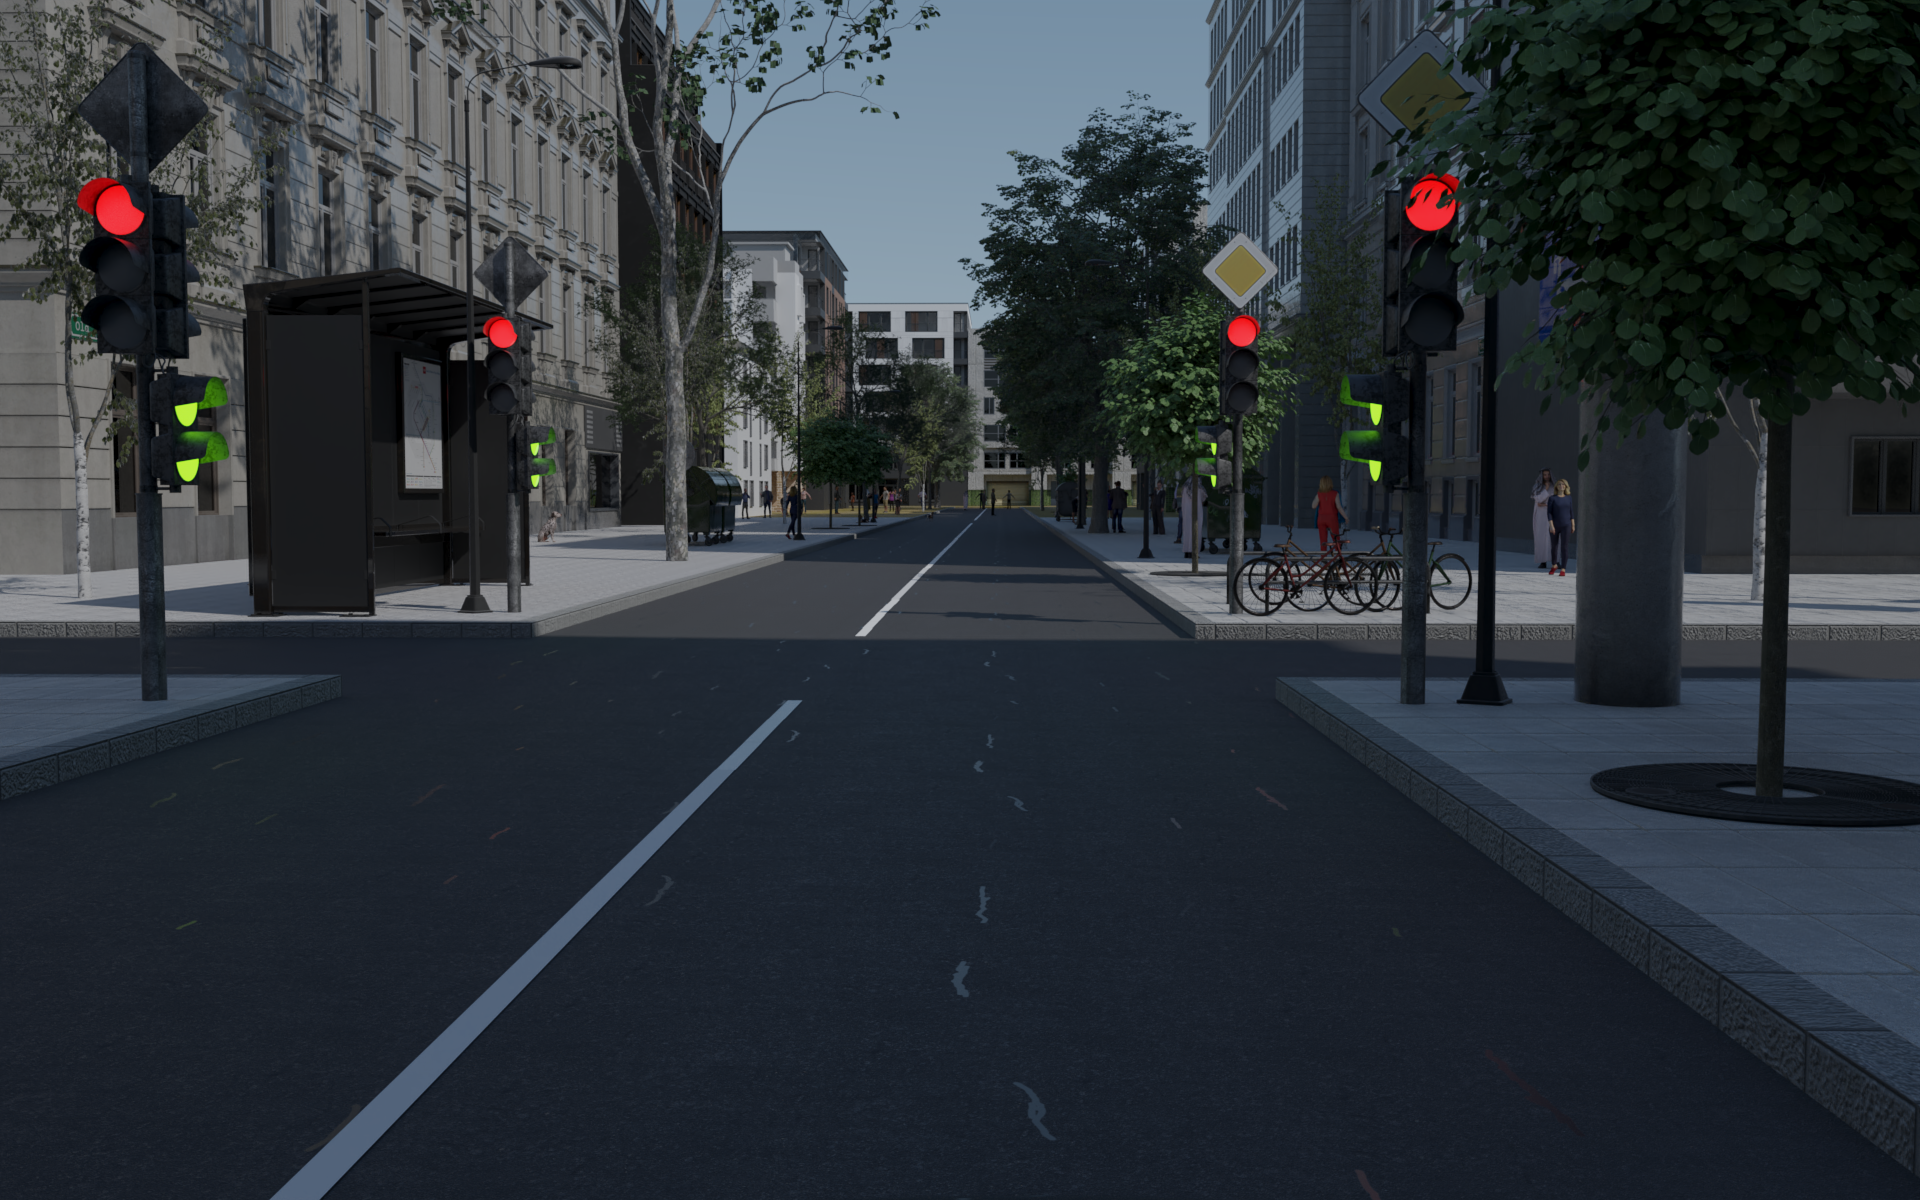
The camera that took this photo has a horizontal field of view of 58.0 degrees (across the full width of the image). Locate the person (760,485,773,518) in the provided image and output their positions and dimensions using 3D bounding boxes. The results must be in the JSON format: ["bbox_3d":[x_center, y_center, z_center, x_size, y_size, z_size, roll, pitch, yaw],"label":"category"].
[{"bbox_3d":[-10.288,-5.226,92.026,0.617,1.759,0.750,1,4,8],"label":"person"}]

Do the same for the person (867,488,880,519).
[{"bbox_3d":[-4.499,-5.065,90.727,0.647,1.594,0.662,-2,4,-28],"label":"person"}]

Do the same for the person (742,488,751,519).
[{"bbox_3d":[-10.978,-4.932,88.746,0.516,1.574,0.319,-3,5,-39],"label":"person"}]

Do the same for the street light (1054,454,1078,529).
[{"bbox_3d":[3.897,-5.582,63.800,1.470,5.913,1.316,0,4,1],"label":"street light"}]

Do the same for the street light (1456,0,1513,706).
[{"bbox_3d":[2.686,-2.321,10.495,1.470,5.913,1.316,0,4,1],"label":"street light"}]

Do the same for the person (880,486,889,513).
[{"bbox_3d":[-5.158,-6.929,119.339,0.705,1.824,1.348,-2,4,-30],"label":"person"}]

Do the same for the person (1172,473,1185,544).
[{"bbox_3d":[5.848,-2.381,44.845,0.709,1.838,0.599,0,4,4],"label":"person"}]

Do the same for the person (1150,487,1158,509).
[{"bbox_3d":[7.530,-3.562,66.544,0.482,1.546,0.388,0,4,7],"label":"person"}]

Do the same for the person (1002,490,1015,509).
[{"bbox_3d":[4.635,-9.522,164.198,1.348,1.823,0.705,-1,4,-23],"label":"person"}]

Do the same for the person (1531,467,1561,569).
[{"bbox_3d":[10.080,-1.409,29.754,0.551,1.740,0.621,0,4,-2],"label":"person"}]

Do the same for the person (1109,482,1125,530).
[{"bbox_3d":[5.587,-3.361,61.793,0.445,1.727,0.742,2,4,26],"label":"person"}]

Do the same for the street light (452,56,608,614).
[{"bbox_3d":[-4.704,-2.814,18.545,1.470,5.913,1.316,0,4,1],"label":"street light"}]

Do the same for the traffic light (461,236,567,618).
[{"bbox_3d":[-4.813,-1.799,18.657,0.839,4.213,0.868,0,4,1],"label":"traffic light"}]

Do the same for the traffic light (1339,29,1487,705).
[{"bbox_3d":[2.757,-1.300,10.508,0.839,4.213,0.868,0,4,1],"label":"traffic light"}]

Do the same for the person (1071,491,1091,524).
[{"bbox_3d":[5.221,-4.030,75.125,0.799,1.438,0.628,-2,4,-35],"label":"person"}]

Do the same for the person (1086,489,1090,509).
[{"bbox_3d":[11.241,-8.984,153.646,0.721,1.735,1.217,-2,4,-24],"label":"person"}]

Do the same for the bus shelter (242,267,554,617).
[{"bbox_3d":[-6.581,-1.824,21.107,1.731,3.624,6.357,0,4,1],"label":"bus shelter"}]

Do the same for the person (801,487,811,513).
[{"bbox_3d":[-10.426,-6.628,115.114,1.217,1.736,0.721,1,4,21],"label":"person"}]

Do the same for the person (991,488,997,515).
[{"bbox_3d":[2.248,-6.563,115.948,0.705,1.807,1.348,-1,4,-10],"label":"person"}]

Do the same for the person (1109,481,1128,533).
[{"bbox_3d":[5.263,-3.081,57.234,0.655,1.722,0.431,3,5,41],"label":"person"}]

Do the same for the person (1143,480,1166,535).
[{"bbox_3d":[6.146,-2.933,54.797,0.742,1.727,0.445,0,4,6],"label":"person"}]

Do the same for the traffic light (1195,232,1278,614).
[{"bbox_3d":[2.946,-1.789,18.491,0.839,4.213,0.868,0,4,1],"label":"traffic light"}]

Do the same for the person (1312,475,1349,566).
[{"bbox_3d":[6.637,-1.426,31.065,0.444,1.614,0.593,-3,4,-39],"label":"person"}]

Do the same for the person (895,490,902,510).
[{"bbox_3d":[-4.820,-7.821,134.714,0.445,1.727,0.742,1,4,13],"label":"person"}]

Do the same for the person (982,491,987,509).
[{"bbox_3d":[2.310,-9.406,162.837,0.434,1.755,0.990,-1,4,-13],"label":"person"}]

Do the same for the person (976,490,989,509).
[{"bbox_3d":[2.128,-9.834,169.309,1.348,1.821,0.705,1,4,21],"label":"person"}]

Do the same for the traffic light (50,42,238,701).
[{"bbox_3d":[-5.002,-1.311,10.675,0.839,4.213,0.868,0,4,1],"label":"traffic light"}]

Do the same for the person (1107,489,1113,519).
[{"bbox_3d":[7.790,-4.949,89.329,0.453,1.535,0.546,2,4,27],"label":"person"}]

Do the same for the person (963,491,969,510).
[{"bbox_3d":[0.530,-8.774,152.623,0.551,1.740,0.621,1,4,17],"label":"person"}]

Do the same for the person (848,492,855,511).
[{"bbox_3d":[-8.146,-7.440,130.951,0.557,1.426,1.065,-2,4,-31],"label":"person"}]

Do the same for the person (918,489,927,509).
[{"bbox_3d":[-3.136,-8.467,145.411,0.756,1.711,0.436,1,4,12],"label":"person"}]

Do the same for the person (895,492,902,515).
[{"bbox_3d":[-3.839,-6.007,107.448,0.628,1.438,0.799,-3,5,-40],"label":"person"}]

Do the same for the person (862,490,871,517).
[{"bbox_3d":[-5.186,-5.567,97.789,0.721,1.736,1.217,-2,4,-33],"label":"person"}]

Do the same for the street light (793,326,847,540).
[{"bbox_3d":[-3.923,-4.611,47.937,1.470,5.913,1.316,0,4,1],"label":"street light"}]

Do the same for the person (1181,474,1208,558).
[{"bbox_3d":[4.668,-1.703,34.551,0.551,1.740,0.621,1,4,16],"label":"person"}]

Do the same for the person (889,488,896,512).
[{"bbox_3d":[-5.047,-7.370,127.231,1.217,1.739,0.721,-1,4,-21],"label":"person"}]

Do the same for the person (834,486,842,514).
[{"bbox_3d":[-7.902,-6.448,111.487,0.705,1.821,1.348,1,4,14],"label":"person"}]

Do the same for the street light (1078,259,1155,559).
[{"bbox_3d":[3.175,-3.786,34.438,1.470,5.913,1.316,0,4,1],"label":"street light"}]

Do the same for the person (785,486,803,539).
[{"bbox_3d":[-4.749,-2.489,49.272,0.480,1.512,0.613,1,4,11],"label":"person"}]

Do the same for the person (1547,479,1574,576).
[{"bbox_3d":[9.397,-1.139,27.204,0.480,1.512,0.613,-1,4,-11],"label":"person"}]

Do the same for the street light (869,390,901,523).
[{"bbox_3d":[-3.348,-6.423,77.553,1.470,5.913,1.316,0,4,1],"label":"street light"}]

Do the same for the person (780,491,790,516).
[{"bbox_3d":[-9.959,-5.509,99.308,0.799,1.438,0.628,1,4,15],"label":"person"}]
